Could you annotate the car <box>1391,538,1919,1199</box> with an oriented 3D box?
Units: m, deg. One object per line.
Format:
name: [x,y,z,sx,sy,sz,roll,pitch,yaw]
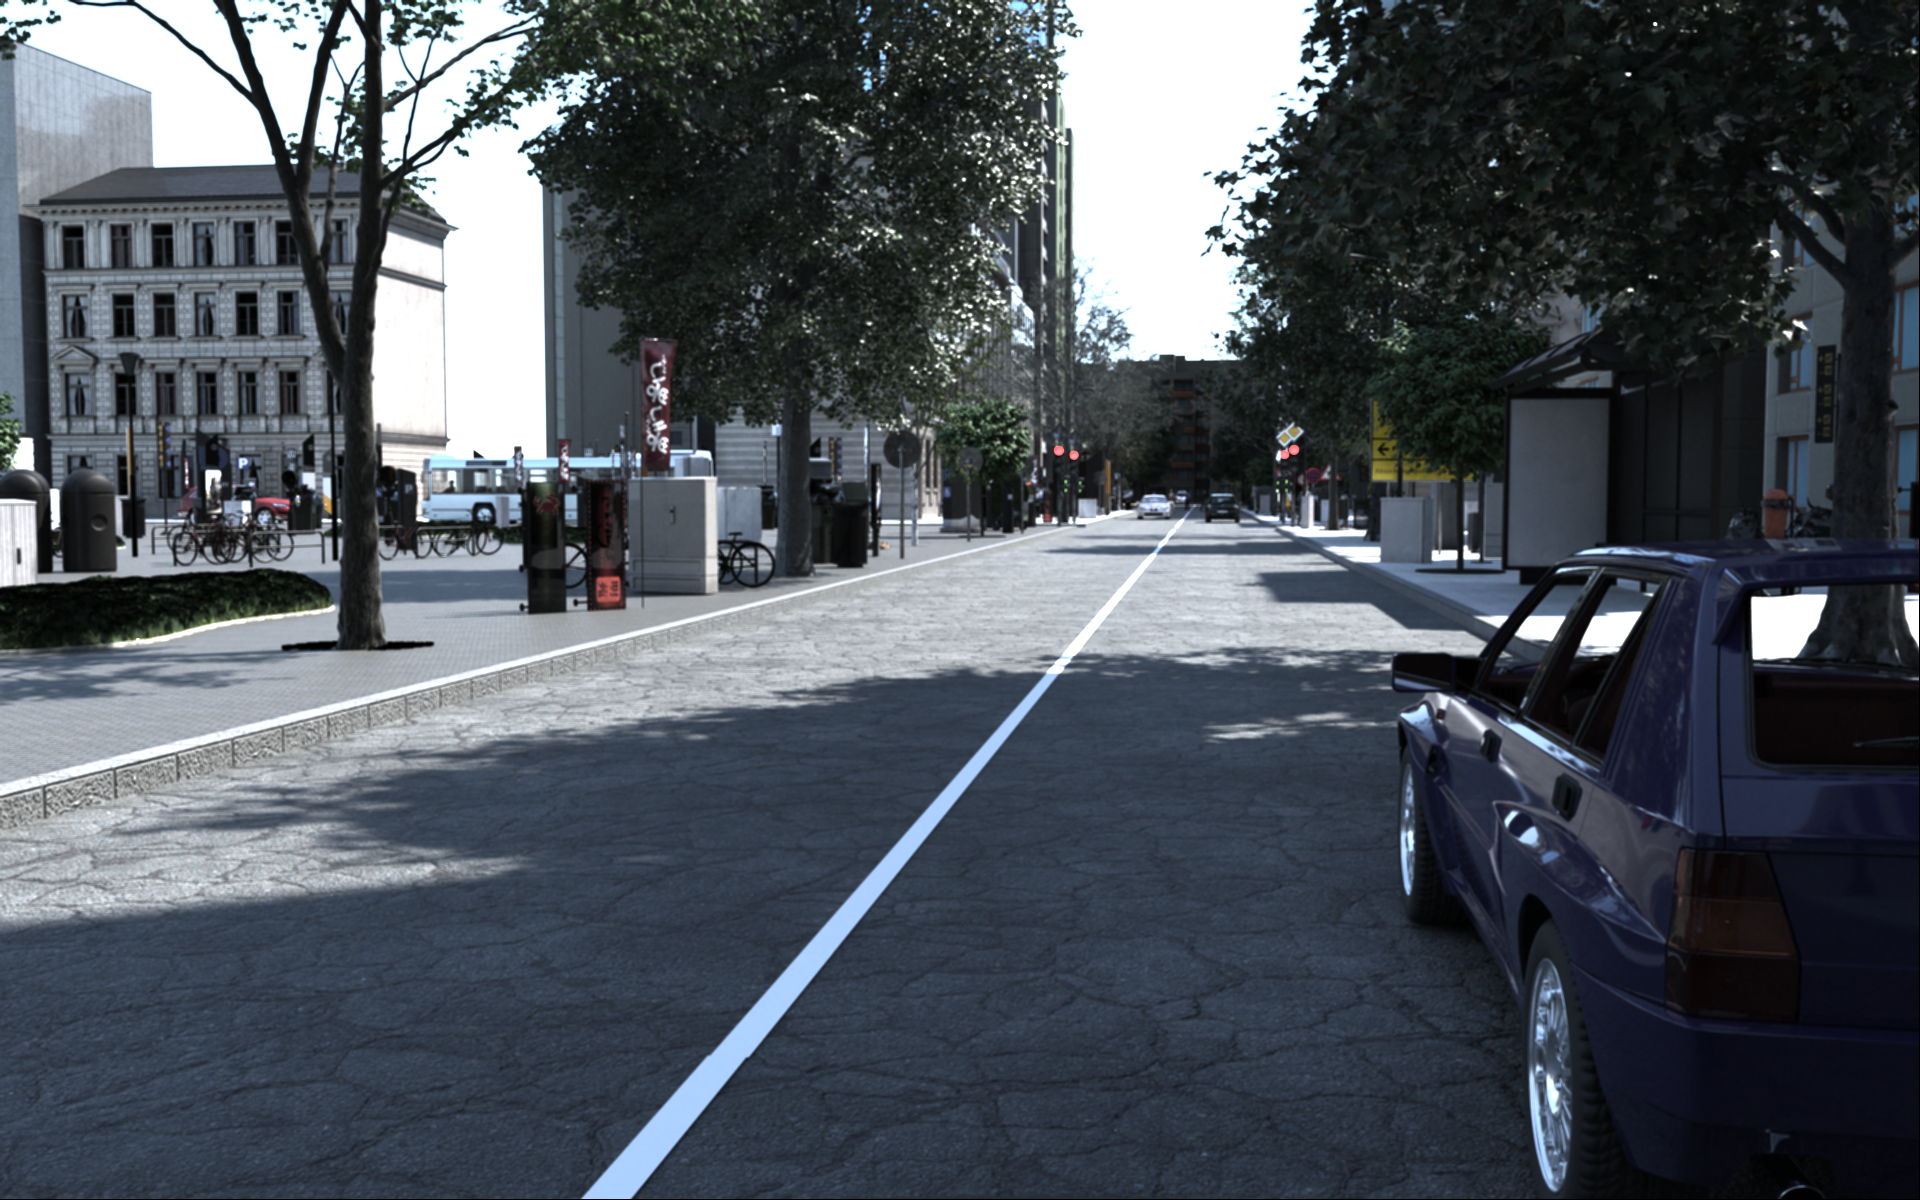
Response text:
car: [2.173,0.492,4.531,1.945,1.354,3.894,1,4,8]

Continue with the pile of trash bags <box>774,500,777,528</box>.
pile of trash bags: [-7.600,-3.470,66.485,1.912,1.369,3.447,-1,4,-12]

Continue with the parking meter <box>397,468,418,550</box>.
parking meter: [-12.658,-2.079,39.697,0.399,1.863,0.255,-3,4,-38]

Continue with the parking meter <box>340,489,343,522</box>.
parking meter: [-28.652,-4.417,80.624,0.372,1.533,0.369,0,3,0]

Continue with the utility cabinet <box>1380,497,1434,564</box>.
utility cabinet: [8.327,-1.293,32.296,0.306,1.237,1.020,-3,4,-36]

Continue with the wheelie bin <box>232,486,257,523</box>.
wheelie bin: [-28.385,-3.723,68.783,0.693,1.594,0.980,2,4,34]

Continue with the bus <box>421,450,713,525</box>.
bus: [-17.445,-4.902,75.012,13.247,3.499,2.948,1,4,10]

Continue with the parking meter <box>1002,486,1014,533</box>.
parking meter: [1.579,-2.960,56.808,0.372,1.533,0.369,0,3,0]

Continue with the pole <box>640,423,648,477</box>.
pole: [-7.759,-2.981,42.585,0.158,3.312,0.155,0,3,0]

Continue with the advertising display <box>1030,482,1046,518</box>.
advertising display: [4.173,-5.432,94.022,0.974,1.923,0.123,1,4,9]

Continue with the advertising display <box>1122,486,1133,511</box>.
advertising display: [12.975,-7.887,134.172,0.974,1.923,0.123,-1,4,-22]

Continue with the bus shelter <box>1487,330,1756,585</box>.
bus shelter: [8.112,-1.711,21.905,2.014,3.302,5.546,1,4,8]

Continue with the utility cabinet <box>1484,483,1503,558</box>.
utility cabinet: [10.938,-1.563,34.232,1.173,1.500,0.318,0,4,4]

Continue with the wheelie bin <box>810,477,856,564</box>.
wheelie bin: [-2.558,-1.483,32.149,0.693,1.594,0.980,2,4,35]

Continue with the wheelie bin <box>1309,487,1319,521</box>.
wheelie bin: [16.812,-4.539,82.114,0.693,1.594,0.980,-2,4,-24]

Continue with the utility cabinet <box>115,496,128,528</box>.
utility cabinet: [-32.141,-3.342,65.801,0.306,1.237,1.020,3,4,36]

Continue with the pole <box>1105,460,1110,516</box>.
pole: [9.181,-6.930,107.150,0.158,3.312,0.155,0,3,0]

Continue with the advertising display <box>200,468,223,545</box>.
advertising display: [-18.667,-2.326,43.242,0.123,1.923,0.974,0,4,0]

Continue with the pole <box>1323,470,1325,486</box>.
pole: [30.727,-9.314,146.121,0.158,3.312,0.155,0,3,0]

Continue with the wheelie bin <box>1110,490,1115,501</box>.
wheelie bin: [11.401,-7.626,132.595,0.693,1.594,0.980,3,5,39]

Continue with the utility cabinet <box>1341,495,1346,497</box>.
utility cabinet: [23.992,-6.050,110.080,0.306,1.237,1.020,-3,5,-44]

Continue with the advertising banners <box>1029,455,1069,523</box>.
advertising banners: [3.949,-4.969,77.433,2.074,3.025,0.090,2,4,34]

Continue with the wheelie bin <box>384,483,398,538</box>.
wheelie bin: [-15.748,-2.481,48.473,0.693,1.594,0.980,-2,4,-31]

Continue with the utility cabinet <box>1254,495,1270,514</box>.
utility cabinet: [20.564,-6.565,118.497,0.306,1.237,1.020,-2,4,-34]

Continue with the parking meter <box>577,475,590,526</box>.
parking meter: [-11.608,-2.921,53.467,0.399,1.863,0.255,3,4,36]

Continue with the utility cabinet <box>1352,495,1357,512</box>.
utility cabinet: [28.934,-7.085,127.008,0.306,1.237,1.020,1,4,17]

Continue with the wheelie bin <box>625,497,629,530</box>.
wheelie bin: [-7.434,-2.003,40.662,0.693,1.594,0.980,0,4,7]

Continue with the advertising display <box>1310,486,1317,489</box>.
advertising display: [27.165,-7.814,132.969,0.123,1.923,0.974,3,4,37]

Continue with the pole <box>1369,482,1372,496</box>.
pole: [28.183,-7.651,118.942,0.158,3.312,0.155,0,3,0]

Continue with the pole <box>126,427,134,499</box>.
pole: [-25.411,-3.624,53.098,0.158,3.312,0.155,0,3,0]

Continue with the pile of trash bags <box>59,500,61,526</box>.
pile of trash bags: [-36.849,-3.629,69.094,1.912,1.369,3.447,0,4,-6]

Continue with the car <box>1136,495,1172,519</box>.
car: [11.186,-5.346,99.765,2.083,1.381,4.827,0,4,7]

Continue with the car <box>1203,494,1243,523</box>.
car: [13.321,-4.766,87.715,2.009,1.686,4.222,1,4,9]

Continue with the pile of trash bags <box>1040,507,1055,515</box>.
pile of trash bags: [5.388,-5.974,107.423,1.912,1.369,3.447,0,4,-2]

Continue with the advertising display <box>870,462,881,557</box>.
advertising display: [-1.733,-1.867,35.739,0.123,1.923,0.974,0,4,3]

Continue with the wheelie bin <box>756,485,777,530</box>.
wheelie bin: [-7.011,-3.345,62.606,0.980,1.594,0.693,-2,4,-26]

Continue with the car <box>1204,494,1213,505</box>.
car: [19.949,-7.466,133.866,2.131,1.459,4.920,0,4,8]

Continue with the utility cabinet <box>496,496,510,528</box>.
utility cabinet: [-16.944,-3.244,64.204,0.306,1.237,1.020,-2,4,-26]

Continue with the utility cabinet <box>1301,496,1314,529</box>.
utility cabinet: [12.784,-3.216,63.736,0.306,1.237,1.020,1,4,22]

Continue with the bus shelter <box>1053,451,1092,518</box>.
bus shelter: [6.294,-6.436,96.514,1.731,3.624,6.357,0,4,8]

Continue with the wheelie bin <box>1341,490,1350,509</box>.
wheelie bin: [32.125,-8.361,144.614,0.693,1.594,0.980,-3,4,-38]

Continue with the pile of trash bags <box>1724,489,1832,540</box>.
pile of trash bags: [14.798,-1.322,31.366,1.912,1.369,3.447,2,4,25]

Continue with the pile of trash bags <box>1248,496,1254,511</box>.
pile of trash bags: [23.480,-7.686,135.422,1.912,1.369,3.447,1,4,11]

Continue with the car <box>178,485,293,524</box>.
car: [-31.879,-4.167,76.811,5.304,1.827,2.281,0,4,7]

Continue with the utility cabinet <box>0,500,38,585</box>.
utility cabinet: [-11.271,-0.557,20.267,0.306,1.237,1.020,1,4,11]

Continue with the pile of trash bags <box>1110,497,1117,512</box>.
pile of trash bags: [10.274,-7.156,126.752,1.912,1.369,3.447,1,4,23]

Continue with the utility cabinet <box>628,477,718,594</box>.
utility cabinet: [-3.696,-0.830,22.249,1.173,1.500,0.318,2,4,25]

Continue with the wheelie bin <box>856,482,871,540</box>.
wheelie bin: [-2.788,-2.267,44.981,0.980,1.594,0.693,-1,4,-20]

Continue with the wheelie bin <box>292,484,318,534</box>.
wheelie bin: [-20.895,-2.897,55.278,0.693,1.594,0.980,0,4,-6]

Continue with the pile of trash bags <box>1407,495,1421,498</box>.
pile of trash bags: [26.219,-5.642,101.992,3.447,1.369,1.912,0,4,7]
